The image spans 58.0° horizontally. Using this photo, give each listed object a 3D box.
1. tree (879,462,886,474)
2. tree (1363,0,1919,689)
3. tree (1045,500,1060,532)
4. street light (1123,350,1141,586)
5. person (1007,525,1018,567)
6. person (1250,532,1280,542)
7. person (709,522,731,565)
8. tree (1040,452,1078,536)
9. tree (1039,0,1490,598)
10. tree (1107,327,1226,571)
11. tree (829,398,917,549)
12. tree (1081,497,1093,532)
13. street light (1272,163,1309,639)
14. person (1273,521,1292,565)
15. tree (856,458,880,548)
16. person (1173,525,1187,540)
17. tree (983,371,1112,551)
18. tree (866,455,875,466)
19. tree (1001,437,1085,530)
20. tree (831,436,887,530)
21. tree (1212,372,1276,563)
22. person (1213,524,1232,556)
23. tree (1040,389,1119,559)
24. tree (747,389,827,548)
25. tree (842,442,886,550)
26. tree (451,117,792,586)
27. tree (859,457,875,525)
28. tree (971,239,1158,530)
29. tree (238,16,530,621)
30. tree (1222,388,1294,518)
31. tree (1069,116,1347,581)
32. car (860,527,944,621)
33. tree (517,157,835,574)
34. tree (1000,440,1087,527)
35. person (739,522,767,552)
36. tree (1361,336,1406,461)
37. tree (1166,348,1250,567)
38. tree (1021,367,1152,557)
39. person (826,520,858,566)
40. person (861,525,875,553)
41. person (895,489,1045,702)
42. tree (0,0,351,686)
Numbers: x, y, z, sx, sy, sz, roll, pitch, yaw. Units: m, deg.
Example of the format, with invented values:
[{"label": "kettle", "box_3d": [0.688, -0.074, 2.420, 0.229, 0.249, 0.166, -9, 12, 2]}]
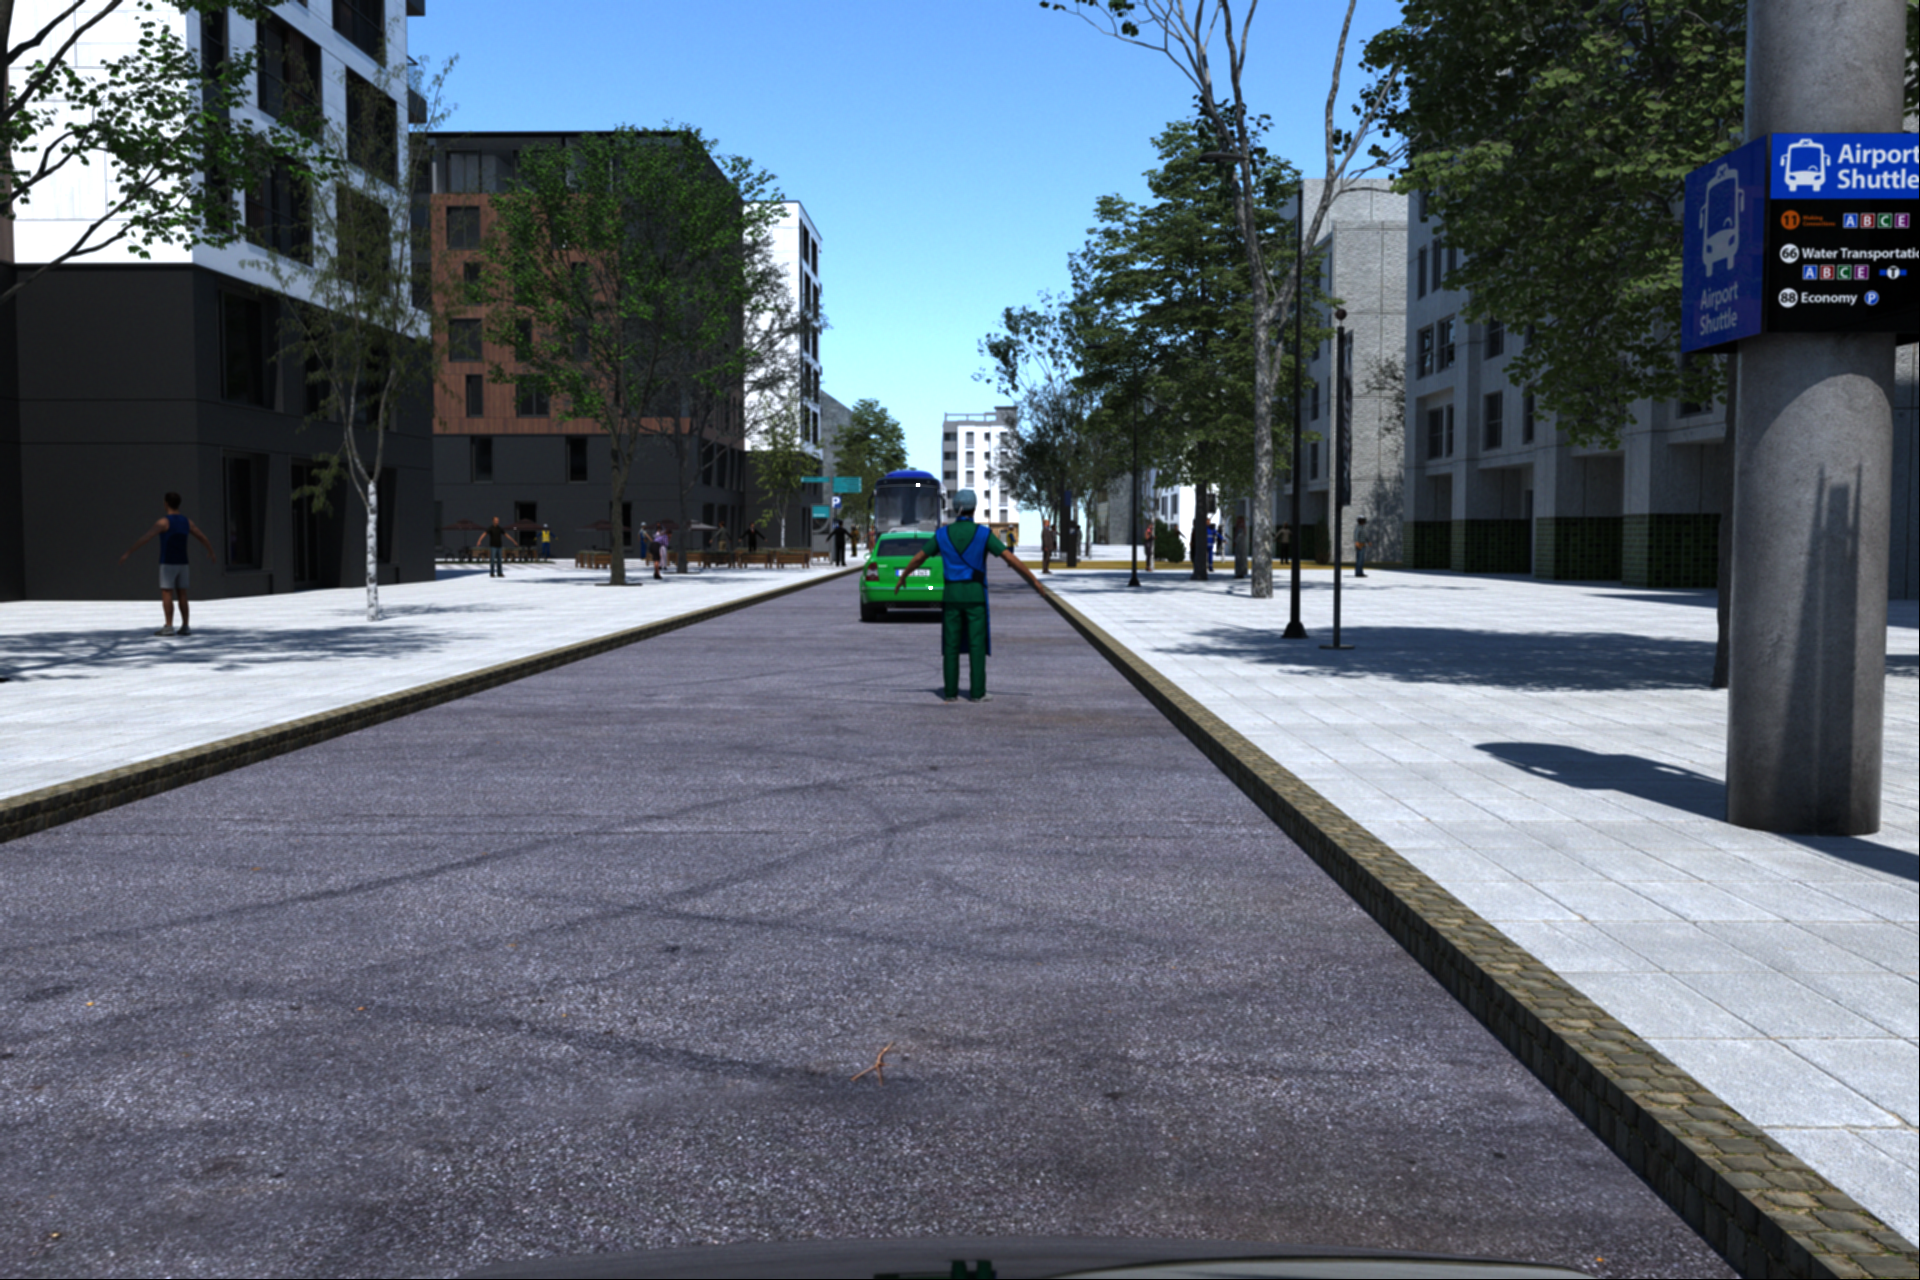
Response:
[{"label": "tree", "box_3d": [-7.684, -13.321, 168.162, 4.360, 8.622, 3.978, 0, 3, 0]}, {"label": "tree", "box_3d": [6.588, -5.845, 13.698, 7.486, 12.596, 7.792, 0, 3, 0]}, {"label": "tree", "box_3d": [15.330, -18.869, 258.875, 4.360, 8.622, 3.978, 0, 3, 0]}, {"label": "street light", "box_3d": [4.842, -4.282, 42.551, 1.470, 5.913, 1.316, 0, 4, 1]}, {"label": "person", "box_3d": [2.220, -4.047, 74.597, 0.705, 1.833, 1.349, -1, 4, -12]}, {"label": "person", "box_3d": [13.914, -4.454, 79.047, 1.346, 1.802, 0.704, 0, 4, 8]}, {"label": "person", "box_3d": [-9.974, -4.051, 72.503, 0.705, 1.796, 1.348, 2, 4, 32]}, {"label": "tree", "box_3d": [7.860, -11.863, 144.325, 4.360, 8.622, 3.978, 0, 3, 0]}, {"label": "tree", "box_3d": [6.805, -10.822, 32.828, 12.611, 20.169, 13.585, 0, 3, 0]}, {"label": "tree", "box_3d": [6.375, -6.651, 59.108, 4.360, 8.622, 3.978, 0, 3, 0]}, {"label": "tree", "box_3d": [-7.268, -13.832, 144.285, 7.486, 12.596, 7.792, 0, 3, 0]}, {"label": "tree", "box_3d": [20.003, -18.695, 256.028, 4.737, 8.622, 4.395, 0, 3, 0]}, {"label": "street light", "box_3d": [4.679, -2.976, 21.205, 1.470, 5.913, 1.316, 0, 4, 0]}, {"label": "person", "box_3d": [13.714, -4.089, 72.978, 1.348, 1.813, 0.705, -2, 4, -25]}, {"label": "tree", "box_3d": [-7.986, -12.624, 156.760, 4.360, 8.622, 3.978, 0, 3, 0]}, {"label": "person", "box_3d": [12.764, -5.870, 102.107, 1.346, 1.812, 0.704, -1, 4, -21]}, {"label": "tree", "box_3d": [7.157, -13.446, 130.216, 12.009, 13.543, 11.850, 0, 3, 0]}, {"label": "tree", "box_3d": [-18.181, -24.531, 256.964, 12.611, 20.169, 13.585, 0, 3, 0]}, {"label": "tree", "box_3d": [7.805, -13.366, 152.951, 8.767, 10.594, 7.601, 0, 4, -6]}, {"label": "tree", "box_3d": [-8.042, -10.968, 129.683, 4.360, 8.622, 3.978, 0, 3, 0]}, {"label": "tree", "box_3d": [11.536, -7.760, 77.242, 4.360, 8.622, 3.978, 0, 3, 0]}, {"label": "person", "box_3d": [15.052, -5.782, 100.313, 1.354, 1.856, 0.705, -1, 4, -9]}, {"label": "tree", "box_3d": [6.787, -8.389, 87.529, 4.360, 8.622, 3.978, 0, 3, 0]}, {"label": "tree", "box_3d": [-8.706, -8.269, 85.567, 4.737, 8.622, 4.395, 0, 3, 0]}, {"label": "tree", "box_3d": [-7.550, -11.361, 136.117, 4.737, 8.622, 4.395, 0, 3, 0]}, {"label": "tree", "box_3d": [-8.343, -7.156, 42.759, 9.928, 11.665, 9.643, 0, 3, 0]}, {"label": "tree", "box_3d": [-8.359, -12.352, 152.314, 4.360, 8.622, 3.978, 0, 3, 0]}, {"label": "tree", "box_3d": [7.113, -15.798, 114.184, 12.611, 20.169, 13.585, 0, 3, 0]}, {"label": "tree", "box_3d": [-8.742, -4.571, 25.100, 4.360, 8.622, 3.978, 0, 3, 0]}, {"label": "tree", "box_3d": [13.741, -8.064, 82.204, 4.360, 8.622, 3.978, 0, 3, 0]}, {"label": "tree", "box_3d": [6.718, -7.950, 48.113, 7.486, 12.596, 7.792, 0, 3, 0]}, {"label": "car", "box_3d": [-0.714, -1.284, 29.786, 1.959, 1.807, 4.718, 0, 4, 1]}, {"label": "tree", "box_3d": [-8.815, -8.874, 55.462, 12.009, 13.543, 11.850, 0, 3, 0]}, {"label": "tree", "box_3d": [7.959, -13.969, 162.811, 8.767, 10.594, 7.601, 0, 4, 3]}, {"label": "person", "box_3d": [-9.428, -4.437, 78.723, 1.347, 1.806, 0.705, -1, 4, -23]}, {"label": "tree", "box_3d": [22.084, -9.925, 72.638, 12.009, 13.543, 11.850, 0, 3, 0]}, {"label": "tree", "box_3d": [9.507, -7.115, 66.689, 4.360, 8.622, 3.978, 0, 3, 0]}, {"label": "tree", "box_3d": [7.054, -9.981, 97.607, 8.767, 10.594, 7.601, 2, 4, 27]}, {"label": "person", "box_3d": [-4.752, -3.863, 69.102, 1.347, 1.837, 0.705, 1, 4, 16]}, {"label": "person", "box_3d": [-4.220, -4.633, 82.552, 1.217, 1.733, 0.721, 2, 4, 33]}, {"label": "person", "box_3d": [0.056, -0.384, 14.868, 1.347, 1.817, 0.704, 1, 4, 16]}, {"label": "tree", "box_3d": [-8.606, -5.414, 14.274, 9.928, 11.665, 9.643, 0, 3, 0]}]
